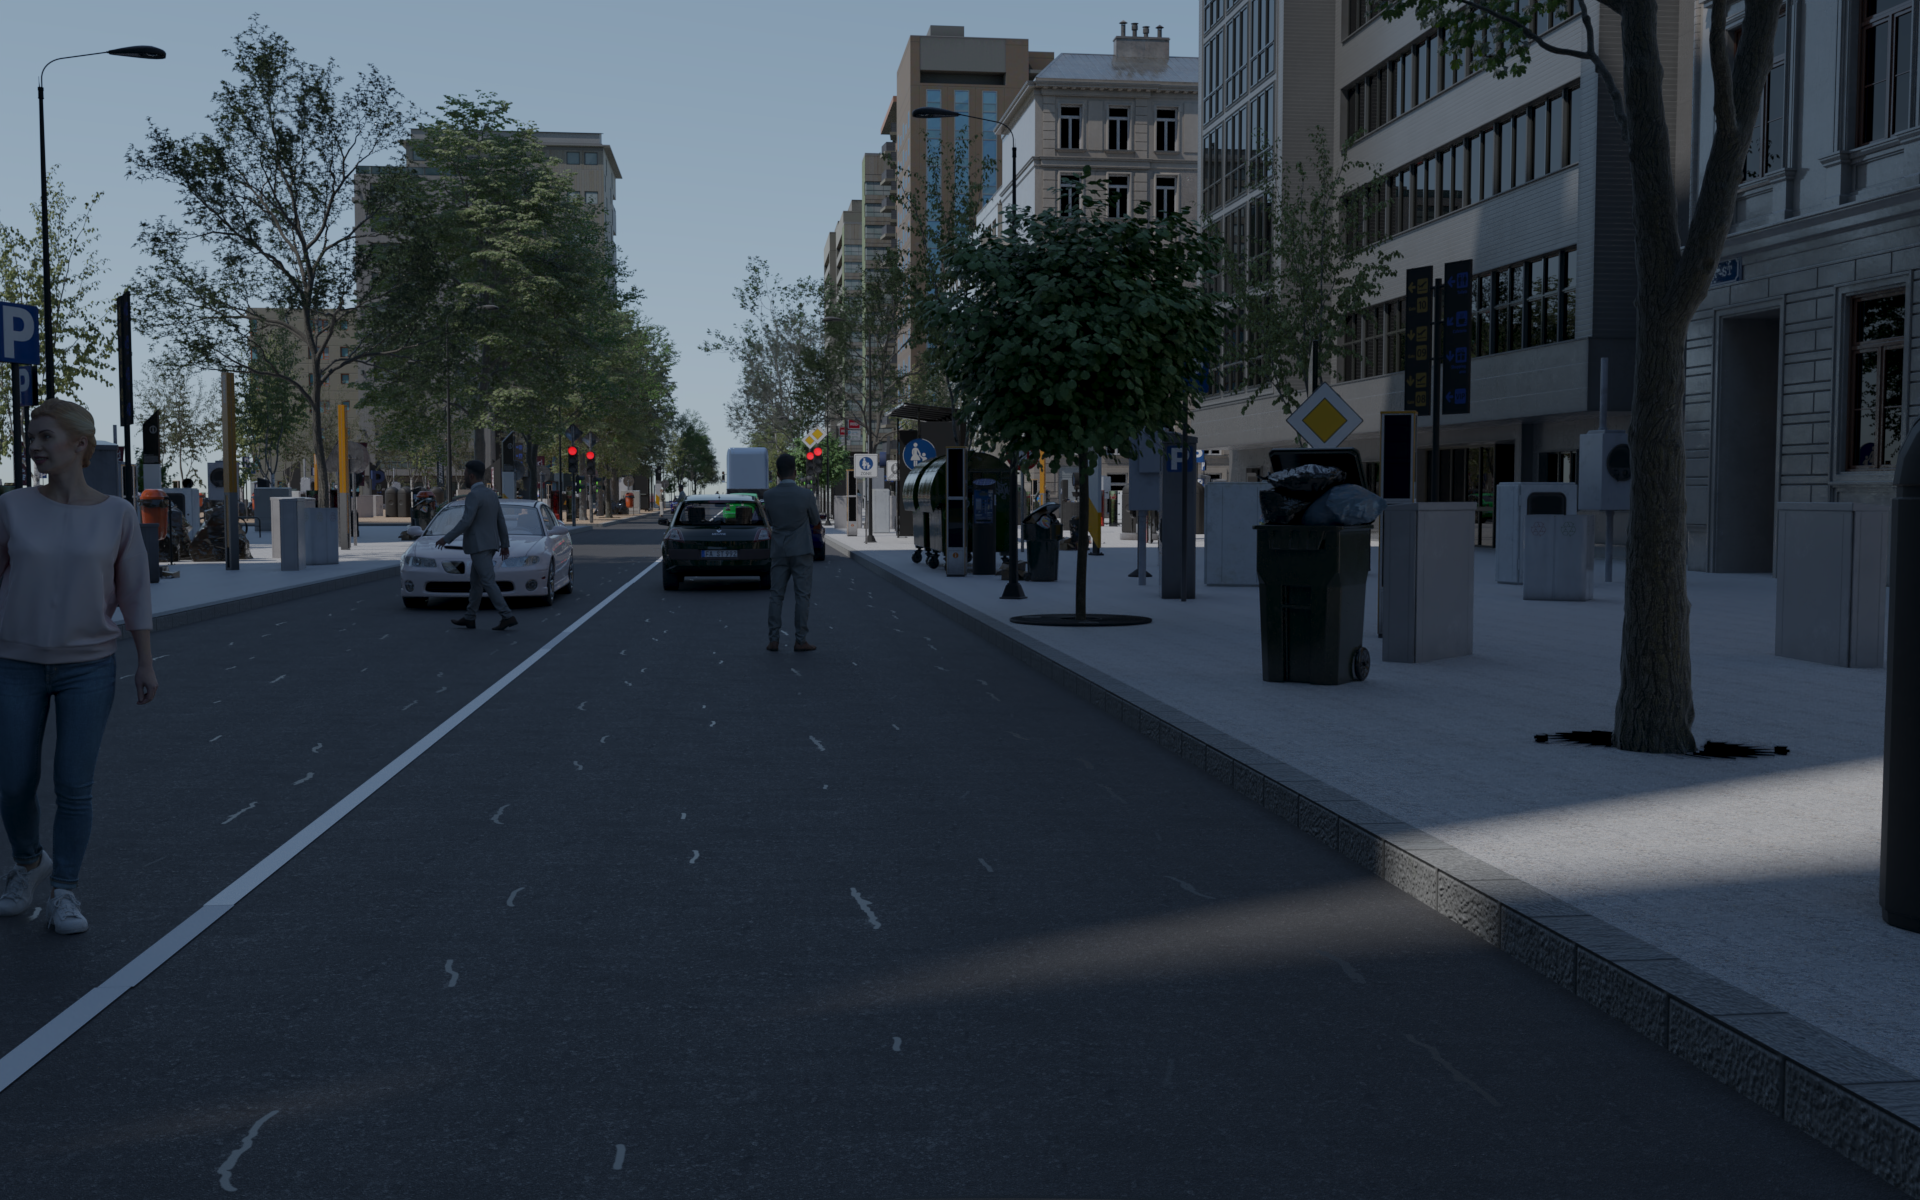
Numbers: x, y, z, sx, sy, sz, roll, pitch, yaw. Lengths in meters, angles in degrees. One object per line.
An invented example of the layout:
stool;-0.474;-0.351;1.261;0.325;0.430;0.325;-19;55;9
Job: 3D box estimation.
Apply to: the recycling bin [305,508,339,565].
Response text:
recycling bin;-11.823;-1.159;31.512;0.722;1.027;0.722;1;4;19

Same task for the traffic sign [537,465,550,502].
traffic sign;-18.357;-4.640;75.977;0.768;2.556;0.104;0;4;2

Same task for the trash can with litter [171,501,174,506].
trash can with litter;-19.999;-1.976;43.697;0.624;1.170;1.055;-2;4;-35

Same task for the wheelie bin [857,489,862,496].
wheelie bin;-6.832;-6.404;112.606;0.980;1.594;0.693;2;4;24

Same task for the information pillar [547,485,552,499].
information pillar;-31.547;-7.866;133.093;0.304;2.012;0.304;-2;4;-35

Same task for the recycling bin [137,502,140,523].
recycling bin;-26.954;-2.665;56.134;0.722;1.027;0.722;3;4;36

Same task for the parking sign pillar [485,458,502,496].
parking sign pillar;-35.622;-8.911;134.161;1.447;3.967;1.447;3;4;36

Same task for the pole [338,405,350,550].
pole;-14.121;-2.805;39.704;0.158;3.312;0.155;0;3;0

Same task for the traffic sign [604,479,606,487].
traffic sign;-27.693;-8.341;136.483;0.768;2.556;0.104;0;4;-6

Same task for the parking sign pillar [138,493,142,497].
parking sign pillar;-62.806;-8.812;132.540;1.447;3.967;1.447;1;4;17

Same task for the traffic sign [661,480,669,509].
traffic sign;-25.770;-9.244;151.250;0.768;2.556;0.104;0;4;1

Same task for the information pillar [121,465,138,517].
information pillar;-20.823;-2.382;43.444;0.304;2.012;0.304;-1;4;-15

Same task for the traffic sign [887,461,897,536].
traffic sign;-1.940;-3.124;53.205;0.606;2.300;0.079;0;4;1

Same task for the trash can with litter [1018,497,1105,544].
trash can with litter;2.530;-2.056;44.667;2.233;1.210;1.678;1;4;17

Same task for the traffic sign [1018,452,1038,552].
traffic sign;1.379;-2.328;38.171;0.768;2.556;0.104;0;4;-4

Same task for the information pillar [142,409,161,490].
information pillar;-22.399;-3.468;48.061;0.504;3.616;0.183;0;4;7

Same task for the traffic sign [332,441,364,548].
traffic sign;-14.646;-2.529;41.458;0.768;2.556;0.104;0;4;1

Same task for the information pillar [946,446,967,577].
information pillar;-0.052;-1.368;26.864;0.304;2.012;0.304;0;4;6

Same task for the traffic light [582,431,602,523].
traffic light;-16.275;-5.357;76.503;0.839;4.253;0.868;0;4;-7

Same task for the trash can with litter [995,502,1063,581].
trash can with litter;0.997;-0.866;25.549;1.055;1.170;0.624;3;4;36

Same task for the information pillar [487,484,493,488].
information pillar;-33.254;-7.225;122.624;0.304;2.012;0.304;1;4;22

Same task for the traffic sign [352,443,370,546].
traffic sign;-15.021;-2.620;42.948;0.768;2.556;0.104;0;4;-5

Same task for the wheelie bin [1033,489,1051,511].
wheelie bin;3.267;-3.735;68.983;0.693;1.594;0.980;0;4;-3

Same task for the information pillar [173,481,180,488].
information pillar;-42.741;-5.507;94.525;0.304;2.012;0.304;0;4;-2

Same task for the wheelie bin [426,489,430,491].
wheelie bin;-35.414;-6.556;115.096;0.980;1.594;0.693;-3;5;-44

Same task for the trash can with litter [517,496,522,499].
trash can with litter;-29.417;-6.314;114.620;1.055;1.170;0.624;3;5;40

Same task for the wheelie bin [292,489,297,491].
wheelie bin;-40.175;-5.910;104.542;0.980;1.594;0.693;3;5;41

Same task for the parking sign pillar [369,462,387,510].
parking sign pillar;-48.084;-9.455;143.067;1.447;3.967;1.447;-3;5;-43

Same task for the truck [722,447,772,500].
truck;-11.449;-6.389;94.211;2.967;4.110;18.799;0;4;-8

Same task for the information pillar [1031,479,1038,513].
information pillar;3.710;-5.016;86.502;0.304;2.012;0.304;-1;4;-16

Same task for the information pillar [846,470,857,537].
information pillar;-3.275;-2.933;52.441;0.304;2.012;0.304;-1;4;-10

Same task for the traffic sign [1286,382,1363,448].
traffic sign;3.749;-1.021;17.885;0.795;2.450;0.064;0;4;1

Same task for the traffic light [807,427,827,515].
traffic light;-5.752;-4.946;69.780;0.839;4.253;0.868;0;4;-7

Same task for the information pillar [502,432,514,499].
information pillar;-16.814;-4.472;64.478;0.183;3.616;0.504;3;4;38

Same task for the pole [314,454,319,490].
pole;-32.728;-5.767;88.126;0.158;3.312;0.155;0;3;0

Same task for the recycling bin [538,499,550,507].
recycling bin;-21.711;-4.810;91.204;0.722;1.027;0.722;2;4;35

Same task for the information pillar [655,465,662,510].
information pillar;-23.945;-8.946;137.615;0.504;3.616;0.183;-1;4;-14

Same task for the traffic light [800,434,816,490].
traffic light;-6.740;-5.430;77.704;0.839;4.253;0.868;0;4;-7

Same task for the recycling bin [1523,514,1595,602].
recycling bin;7.289;-0.521;21.073;0.722;1.027;0.722;2;4;28

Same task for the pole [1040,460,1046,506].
pole;2.725;-3.866;57.058;0.158;3.312;0.155;0;3;0

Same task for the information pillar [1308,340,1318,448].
information pillar;5.419;-2.158;26.645;0.183;3.616;0.504;0;4;4

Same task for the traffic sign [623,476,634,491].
traffic sign;-22.825;-7.291;119.310;0.768;2.556;0.104;0;4;-2

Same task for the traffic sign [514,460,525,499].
traffic sign;-16.746;-3.981;65.200;0.768;2.556;0.104;0;4;0

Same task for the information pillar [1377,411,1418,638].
information pillar;3.904;-0.671;15.457;0.304;2.012;0.304;1;4;19

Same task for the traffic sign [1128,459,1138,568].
traffic sign;2.944;-1.725;28.305;0.768;2.556;0.104;0;4;2

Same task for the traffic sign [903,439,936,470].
traffic sign;-0.929;-2.432;39.869;0.768;2.556;0.104;0;4;-1

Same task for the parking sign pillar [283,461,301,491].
parking sign pillar;-52.704;-9.067;136.725;1.447;3.967;1.447;-1;4;-14

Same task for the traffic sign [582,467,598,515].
traffic sign;-17.113;-4.894;80.125;0.768;2.556;0.104;0;4;-6

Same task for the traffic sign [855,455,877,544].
traffic sign;-2.406;-2.585;44.393;0.606;2.300;0.079;0;4;-6

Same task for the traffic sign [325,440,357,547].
traffic sign;-15.039;-2.565;41.935;0.884;2.594;0.081;0;4;-3

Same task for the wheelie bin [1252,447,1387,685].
wheelie bin;2.435;-0.241;11.842;0.980;1.594;0.693;2;4;34

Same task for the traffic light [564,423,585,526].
traffic light;-15.287;-4.872;68.579;0.839;4.253;0.868;0;4;-7

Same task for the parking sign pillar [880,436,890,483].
parking sign pillar;-3.417;-5.557;79.332;1.447;3.967;1.447;0;4;-1

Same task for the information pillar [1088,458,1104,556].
information pillar;2.806;-2.740;36.147;0.183;3.616;0.504;-2;4;-27

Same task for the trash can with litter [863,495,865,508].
trash can with litter;-8.076;-8.664;153.050;1.055;1.170;0.624;1;4;9

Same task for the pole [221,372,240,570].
pole;-12.271;-2.157;29.117;0.158;3.312;0.155;0;3;0

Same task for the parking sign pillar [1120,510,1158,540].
parking sign pillar;5.200;-3.669;48.458;1.447;3.967;1.447;1;4;11

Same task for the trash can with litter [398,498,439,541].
trash can with litter;-14.990;-2.220;47.679;1.055;1.170;0.624;1;4;18
